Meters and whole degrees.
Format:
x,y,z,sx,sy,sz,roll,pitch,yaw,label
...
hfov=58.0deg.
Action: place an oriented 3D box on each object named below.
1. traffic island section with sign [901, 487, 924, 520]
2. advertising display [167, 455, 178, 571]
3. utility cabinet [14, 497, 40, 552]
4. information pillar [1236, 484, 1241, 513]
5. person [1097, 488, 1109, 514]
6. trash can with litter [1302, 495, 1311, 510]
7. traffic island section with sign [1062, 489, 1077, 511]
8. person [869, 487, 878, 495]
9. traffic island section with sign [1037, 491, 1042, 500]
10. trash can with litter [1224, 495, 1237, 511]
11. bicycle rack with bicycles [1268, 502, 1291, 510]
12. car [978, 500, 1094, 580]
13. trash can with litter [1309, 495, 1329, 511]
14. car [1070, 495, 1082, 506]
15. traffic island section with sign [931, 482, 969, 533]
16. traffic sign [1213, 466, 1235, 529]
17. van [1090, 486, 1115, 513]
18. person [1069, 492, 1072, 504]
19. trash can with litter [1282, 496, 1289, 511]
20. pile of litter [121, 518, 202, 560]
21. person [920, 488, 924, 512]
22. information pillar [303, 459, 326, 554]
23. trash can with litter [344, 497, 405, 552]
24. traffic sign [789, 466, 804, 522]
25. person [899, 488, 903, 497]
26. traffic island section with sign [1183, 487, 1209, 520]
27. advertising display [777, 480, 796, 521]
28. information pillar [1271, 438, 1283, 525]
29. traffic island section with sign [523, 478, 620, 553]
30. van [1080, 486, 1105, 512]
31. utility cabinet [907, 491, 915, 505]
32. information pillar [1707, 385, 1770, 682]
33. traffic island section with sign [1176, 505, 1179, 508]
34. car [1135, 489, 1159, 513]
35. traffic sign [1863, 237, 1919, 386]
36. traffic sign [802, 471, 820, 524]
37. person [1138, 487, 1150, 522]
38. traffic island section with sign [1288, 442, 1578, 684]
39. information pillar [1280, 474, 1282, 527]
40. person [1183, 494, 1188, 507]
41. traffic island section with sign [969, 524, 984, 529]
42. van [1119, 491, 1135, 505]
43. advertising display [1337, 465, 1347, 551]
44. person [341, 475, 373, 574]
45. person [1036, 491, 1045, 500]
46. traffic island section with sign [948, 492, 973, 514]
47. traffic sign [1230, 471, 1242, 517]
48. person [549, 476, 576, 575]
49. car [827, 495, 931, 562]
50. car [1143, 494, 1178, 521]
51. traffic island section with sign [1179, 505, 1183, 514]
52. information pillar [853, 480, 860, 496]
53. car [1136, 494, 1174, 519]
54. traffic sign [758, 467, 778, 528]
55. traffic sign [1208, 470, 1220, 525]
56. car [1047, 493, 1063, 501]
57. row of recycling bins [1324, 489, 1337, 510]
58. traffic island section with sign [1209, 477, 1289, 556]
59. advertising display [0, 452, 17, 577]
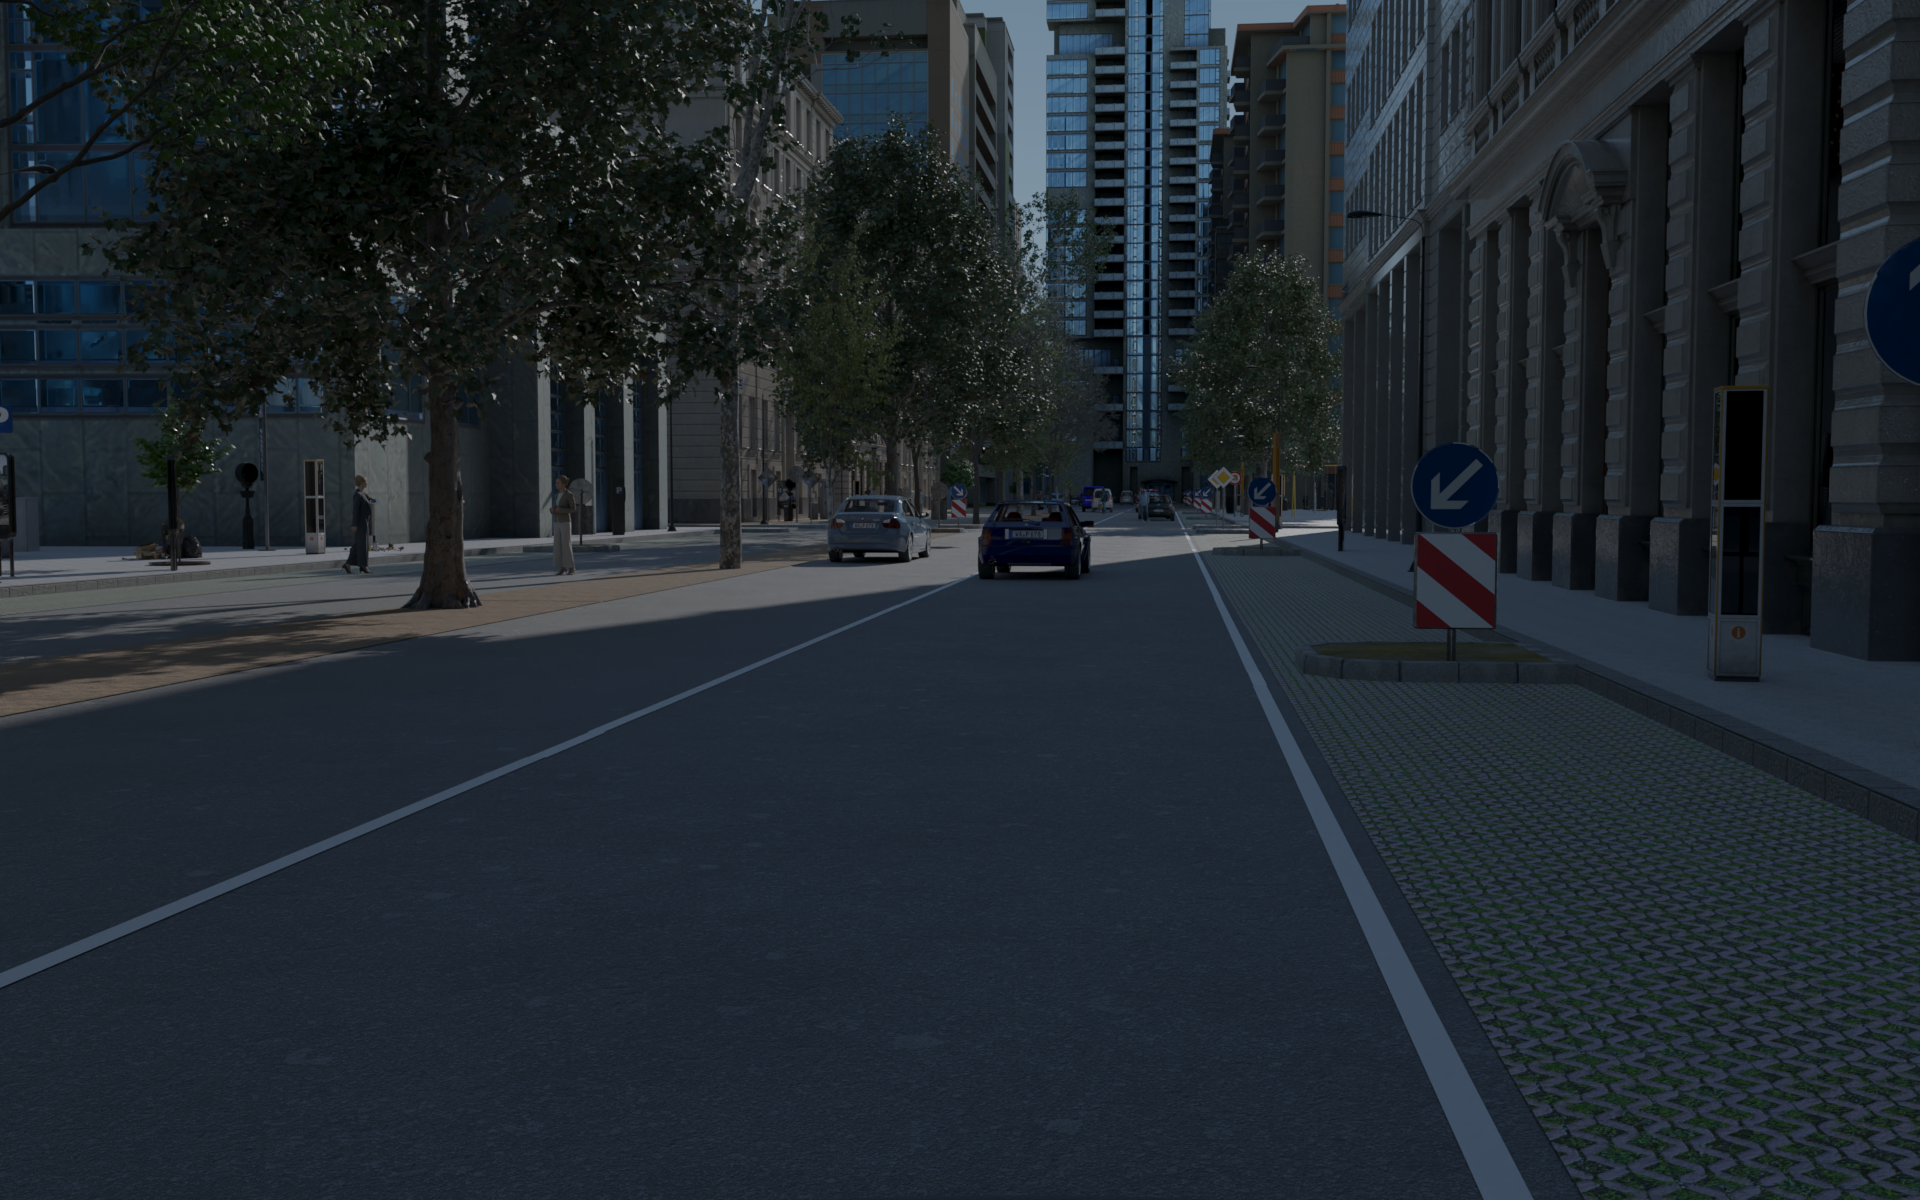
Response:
x,y,z,sx,sy,sz,roll,pitch,yaw,label
-3.059,-5.436,97.513,1.989,1.847,2.006,0,4,7,traffic island section with sign
-13.295,-1.470,29.249,0.123,1.923,0.974,-2,4,-23,advertising display
-20.945,-1.692,38.827,0.306,1.237,1.020,-1,4,-14,utility cabinet
19.432,-7.094,120.481,0.304,2.012,0.304,2,4,28,information pillar
10.093,-6.943,122.003,0.794,1.824,0.713,-3,5,-40,person
28.162,-7.880,140.222,0.624,1.170,1.055,-1,4,-17,trash can with litter
8.922,-8.471,146.634,2.006,1.907,1.989,0,4,7,traffic island section with sign
-3.863,-4.317,79.277,0.606,1.804,0.583,3,5,40,person
9.283,-11.759,200.892,1.989,1.847,2.006,0,4,7,traffic island section with sign
20.824,-7.380,131.726,1.678,1.210,2.233,-1,4,-17,trash can with litter
25.114,-7.597,137.591,2.852,0.926,2.925,-3,5,-44,bicycle rack with bicycles
1.353,-1.091,30.425,1.945,1.354,3.894,0,4,8,car
27.162,-7.320,130.738,1.678,1.210,2.233,-2,4,-26,trash can with litter
13.356,-11.586,202.004,1.945,1.354,3.894,0,4,8,car
-0.864,-3.458,64.668,2.006,1.907,1.989,0,4,7,traffic island section with sign
9.595,-3.637,63.106,0.795,2.450,0.064,0,4,7,traffic sign
11.164,-7.872,135.726,2.013,2.044,4.112,0,4,5,van
12.425,-11.328,194.420,0.721,1.735,1.217,0,4,6,person
24.465,-7.365,131.812,1.055,1.170,0.624,2,4,33,trash can with litter
-15.838,-1.250,34.400,1.176,0.858,1.719,3,5,41,pile of litter
-2.476,-5.854,104.404,0.606,1.804,0.583,-3,5,-41,person
-13.740,-1.980,36.870,0.304,2.012,0.304,1,4,10,information pillar
-13.245,-1.747,39.619,1.678,1.210,2.233,0,4,6,trash can with litter
-7.377,-4.780,78.256,0.768,2.556,0.104,1,4,10,traffic sign
-3.096,-4.799,87.517,0.362,1.759,0.519,-2,4,-30,person
13.619,-5.381,96.613,1.989,1.847,2.006,0,4,7,traffic island section with sign
-8.110,-4.672,81.593,0.974,1.923,0.123,0,4,4,advertising display
13.354,-4.987,72.890,0.504,3.616,0.183,-1,4,-13,information pillar
-9.563,-2.104,43.021,1.989,1.847,2.006,0,4,7,traffic island section with sign
10.849,-8.326,140.518,2.240,2.365,5.245,0,4,5,van
-3.359,-6.557,115.891,0.318,1.500,1.173,2,4,29,utility cabinet
5.343,-0.453,11.906,0.304,2.012,0.304,1,4,14,information pillar
22.659,-10.012,172.327,1.989,1.847,2.006,0,4,7,traffic island section with sign
14.825,-7.782,135.908,2.281,1.827,5.304,0,4,7,car
4.804,-0.513,8.495,0.768,2.556,0.104,1,4,11,traffic sign
-6.281,-4.246,73.056,0.795,2.450,0.064,0,4,7,traffic sign
9.439,-4.895,88.792,0.793,1.790,0.793,-2,4,-30,person
3.764,-0.329,14.010,1.989,1.847,2.006,0,4,7,traffic island section with sign
11.681,-3.622,63.716,0.304,2.012,0.304,0,4,3,information pillar
23.886,-10.580,182.002,0.721,1.766,1.217,-3,4,-38,person
0.024,-3.907,72.022,2.006,1.907,1.989,0,4,7,traffic island section with sign
21.251,-13.062,220.571,2.013,2.044,4.112,0,4,6,van
8.616,-2.073,39.108,0.123,1.923,0.974,1,4,18,advertising display
-10.749,-1.346,30.934,0.534,1.772,0.576,-2,4,-35,person
8.804,-11.146,191.450,1.217,1.736,0.721,-2,4,-25,person
0.223,-7.118,125.012,1.989,1.847,2.006,0,4,7,traffic island section with sign
15.228,-5.864,95.977,0.768,2.556,0.104,0,4,8,traffic sign
-7.072,-1.325,30.707,0.519,1.759,0.362,3,4,38,person
-1.735,-1.575,37.750,2.014,1.417,4.499,0,4,7,car
10.685,-5.089,92.987,2.009,1.686,4.222,0,4,7,car
16.822,-7.018,123.378,1.989,1.847,2.006,0,4,7,traffic island section with sign
-5.657,-5.494,94.312,0.304,2.012,0.304,0,4,-1,information pillar
11.176,-5.356,99.367,2.131,1.459,4.920,0,4,7,car
-7.228,-3.761,65.127,0.795,2.450,0.064,0,4,7,traffic sign
10.542,-4.122,71.035,0.795,2.450,0.064,0,4,7,traffic sign
9.995,-10.431,180.137,1.945,1.707,3.694,0,4,7,car
30.447,-7.912,136.481,3.534,1.692,1.069,1,4,17,row of recycling bins
6.960,-1.966,40.775,1.989,1.847,2.006,0,4,7,traffic island section with sign
-15.148,-1.332,26.986,0.974,1.923,0.123,1,4,15,advertising display
